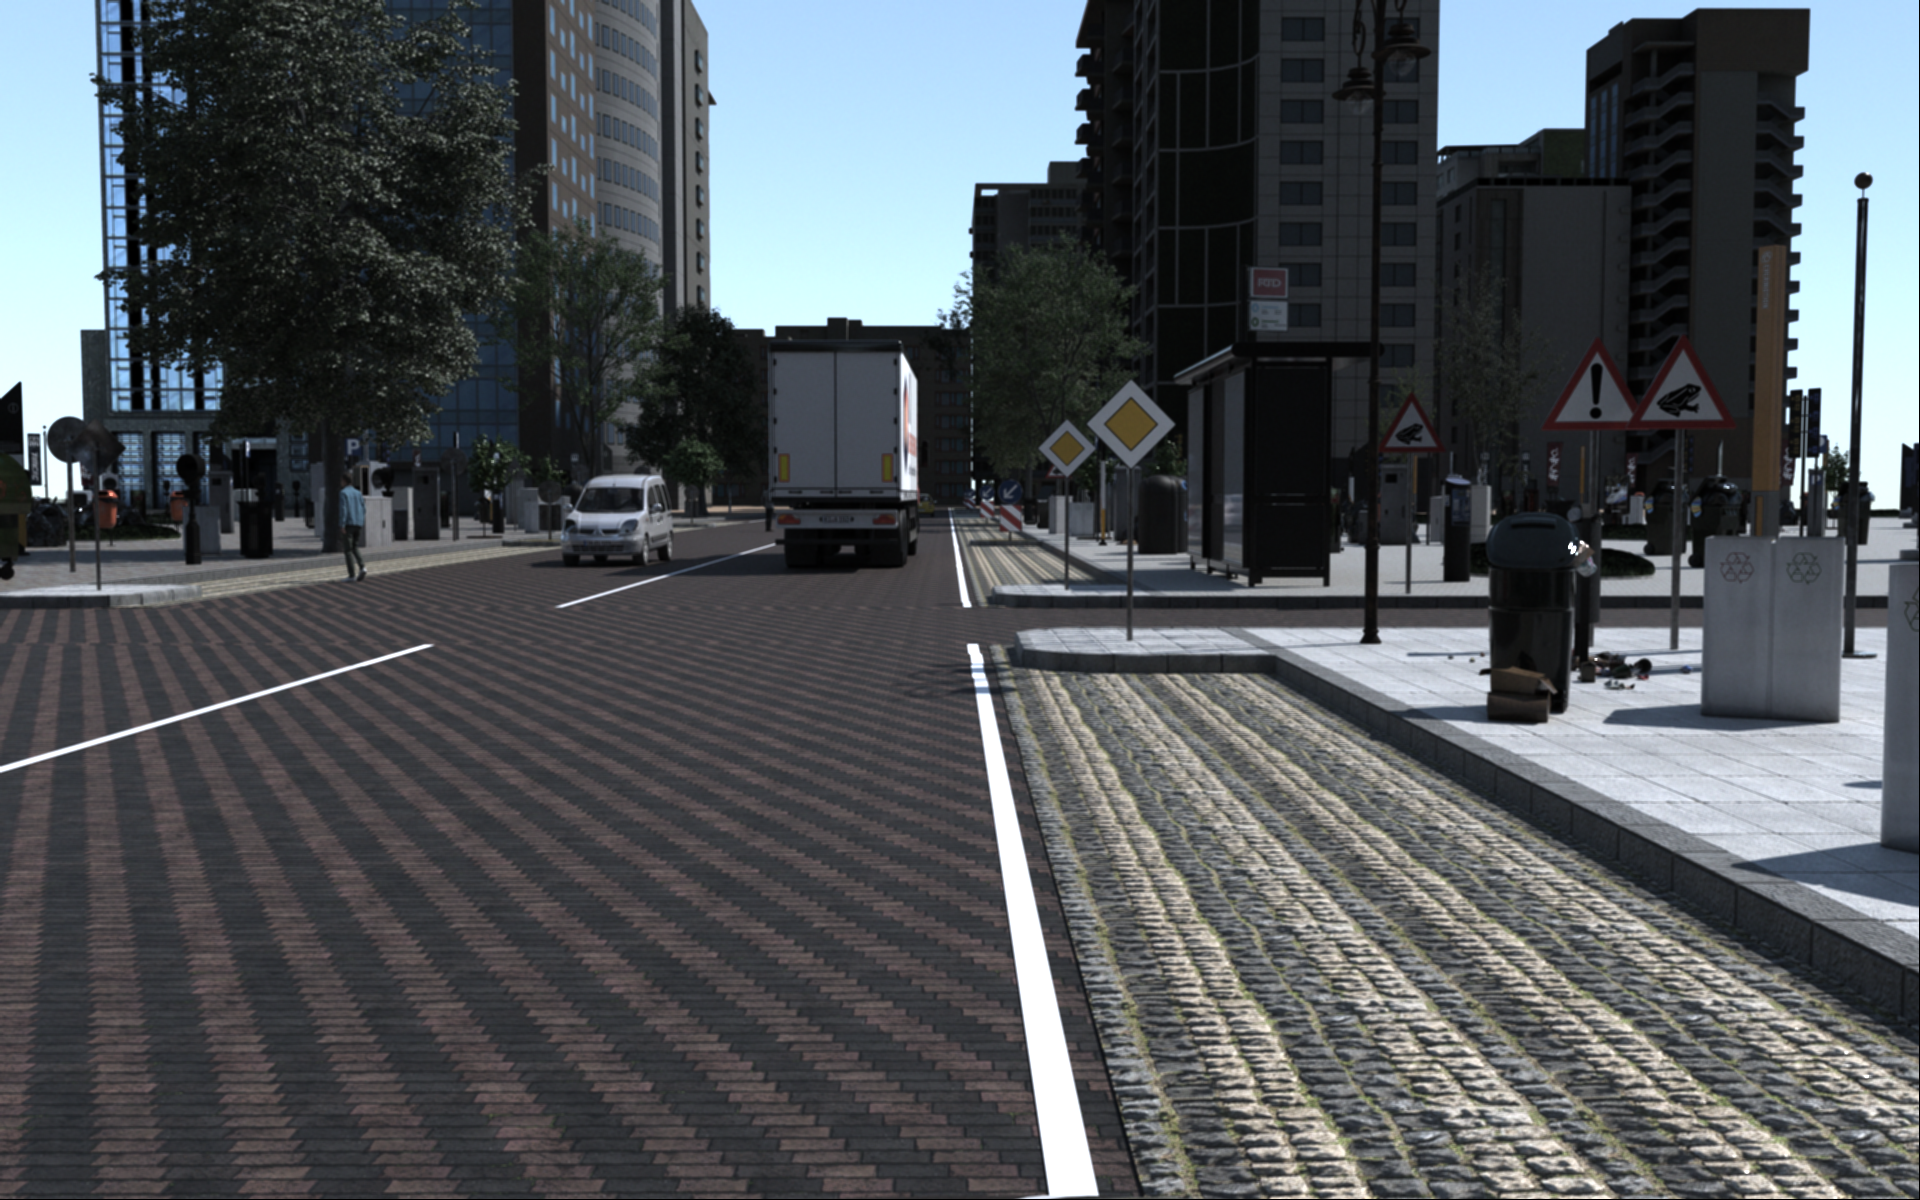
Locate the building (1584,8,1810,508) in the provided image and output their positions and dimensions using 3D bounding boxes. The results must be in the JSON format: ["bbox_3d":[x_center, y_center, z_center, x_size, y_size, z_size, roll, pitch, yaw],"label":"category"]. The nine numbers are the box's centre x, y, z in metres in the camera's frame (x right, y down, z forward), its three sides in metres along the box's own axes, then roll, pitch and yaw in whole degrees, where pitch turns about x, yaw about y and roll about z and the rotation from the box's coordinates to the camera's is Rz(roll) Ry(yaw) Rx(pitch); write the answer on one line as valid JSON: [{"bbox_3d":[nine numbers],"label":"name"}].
[{"bbox_3d":[66.547,-31.102,158.627,14.200,45.320,14.600,0,4,0],"label":"building"}]

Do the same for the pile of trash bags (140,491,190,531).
[{"bbox_3d":[-25.686,-2.682,53.596,3.447,1.369,1.912,-3,4,-36],"label":"pile of trash bags"}]

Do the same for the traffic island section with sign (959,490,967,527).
[{"bbox_3d":[1.058,-4.102,75.688,1.989,1.847,2.006,0,4,0],"label":"traffic island section with sign"}]

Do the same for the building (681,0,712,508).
[{"bbox_3d":[-34.358,-32.499,155.062,21.600,48.544,21.300,0,4,0],"label":"building"}]

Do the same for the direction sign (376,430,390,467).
[{"bbox_3d":[-19.855,-4.130,59.515,0.379,3.537,0.876,-3,4,-37],"label":"direction sign"}]

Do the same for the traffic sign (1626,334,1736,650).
[{"bbox_3d":[5.893,-0.869,14.217,0.884,2.594,0.081,0,4,3],"label":"traffic sign"}]

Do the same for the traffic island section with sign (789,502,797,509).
[{"bbox_3d":[-11.950,-7.108,124.839,1.989,1.847,2.006,0,4,0],"label":"traffic island section with sign"}]

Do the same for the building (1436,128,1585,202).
[{"bbox_3d":[61.874,-31.395,196.900,14.086,41.232,14.154,0,4,0],"label":"building"}]

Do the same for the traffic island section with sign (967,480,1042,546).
[{"bbox_3d":[1.269,-2.422,48.223,1.989,1.847,2.006,0,4,0],"label":"traffic island section with sign"}]

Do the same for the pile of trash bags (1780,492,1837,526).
[{"bbox_3d":[34.631,-3.755,71.145,1.912,1.369,3.447,3,4,36],"label":"pile of trash bags"}]

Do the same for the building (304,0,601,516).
[{"bbox_3d":[-30.412,-27.846,105.392,14.600,45.320,14.200,0,4,0],"label":"building"}]

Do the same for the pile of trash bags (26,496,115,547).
[{"bbox_3d":[-22.317,-1.997,42.396,3.447,1.369,1.912,0,4,-1],"label":"pile of trash bags"}]

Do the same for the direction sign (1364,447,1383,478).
[{"bbox_3d":[19.783,-5.556,82.842,0.876,3.537,0.379,2,4,27],"label":"direction sign"}]

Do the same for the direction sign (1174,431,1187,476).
[{"bbox_3d":[8.116,-4.302,62.341,0.876,3.537,0.379,0,4,-2],"label":"direction sign"}]

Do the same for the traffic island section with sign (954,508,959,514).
[{"bbox_3d":[0.682,-7.119,125.021,1.989,1.847,2.006,0,4,0],"label":"traffic island section with sign"}]

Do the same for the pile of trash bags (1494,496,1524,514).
[{"bbox_3d":[28.298,-4.940,90.514,3.447,1.369,1.912,3,4,37],"label":"pile of trash bags"}]

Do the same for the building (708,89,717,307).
[{"bbox_3d":[-41.748,-37.526,202.792,27.495,52.752,28.713,0,4,0],"label":"building"}]

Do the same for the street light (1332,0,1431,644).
[{"bbox_3d":[3.534,-2.565,14.726,0.468,5.910,1.993,0,4,0],"label":"street light"}]

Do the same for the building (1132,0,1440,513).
[{"bbox_3d":[21.723,-42.040,125.607,20.563,71.187,20.611,0,4,0],"label":"building"}]

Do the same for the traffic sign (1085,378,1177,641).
[{"bbox_3d":[1.484,-0.701,15.111,0.795,2.450,0.064,0,4,0],"label":"traffic sign"}]

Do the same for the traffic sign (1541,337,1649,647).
[{"bbox_3d":[5.290,-0.885,14.478,0.884,2.594,0.081,0,4,5],"label":"traffic sign"}]

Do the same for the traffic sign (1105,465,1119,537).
[{"bbox_3d":[4.427,-3.015,51.419,0.606,2.300,0.079,0,4,6],"label":"traffic sign"}]

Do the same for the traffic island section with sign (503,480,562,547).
[{"bbox_3d":[-11.355,-2.389,47.685,1.989,1.847,2.006,0,4,0],"label":"traffic island section with sign"}]

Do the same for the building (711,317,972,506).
[{"bbox_3d":[-13.283,-21.941,203.777,28.899,21.520,27.650,0,4,0],"label":"building"}]

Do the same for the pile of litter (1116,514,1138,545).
[{"bbox_3d":[4.785,-1.843,44.095,1.719,0.858,1.176,0,4,-3],"label":"pile of litter"}]

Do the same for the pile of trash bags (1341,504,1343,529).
[{"bbox_3d":[12.482,-2.878,56.809,1.912,1.369,3.447,2,4,28],"label":"pile of trash bags"}]

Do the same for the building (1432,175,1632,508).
[{"bbox_3d":[52.383,-23.778,160.469,14.107,30.474,14.160,0,4,0],"label":"building"}]

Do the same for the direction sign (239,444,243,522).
[{"bbox_3d":[-32.465,-5.278,78.293,0.379,3.537,0.876,-2,4,-28],"label":"direction sign"}]

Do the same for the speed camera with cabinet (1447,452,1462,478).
[{"bbox_3d":[22.879,-5.262,80.362,0.660,3.252,2.038,2,4,23],"label":"speed camera with cabinet"}]

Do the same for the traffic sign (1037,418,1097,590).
[{"bbox_3d":[1.423,-1.190,23.096,0.795,2.450,0.064,0,4,0],"label":"traffic sign"}]

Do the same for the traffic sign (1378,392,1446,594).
[{"bbox_3d":[5.759,-1.357,22.187,0.884,2.594,0.081,0,4,1],"label":"traffic sign"}]

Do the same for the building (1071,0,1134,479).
[{"bbox_3d":[21.449,-30.366,151.104,22.147,44.769,28.867,0,4,0],"label":"building"}]

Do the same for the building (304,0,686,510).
[{"bbox_3d":[-32.902,-35.754,126.578,21.231,58.520,28.212,0,4,0],"label":"building"}]

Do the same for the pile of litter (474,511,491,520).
[{"bbox_3d":[-23.090,-4.326,84.699,1.176,0.858,1.719,2,4,30],"label":"pile of litter"}]

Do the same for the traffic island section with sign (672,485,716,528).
[{"bbox_3d":[-11.561,-4.037,74.640,1.989,1.847,2.006,0,4,0],"label":"traffic island section with sign"}]

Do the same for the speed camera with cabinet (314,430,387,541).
[{"bbox_3d":[-16.782,-3.279,47.952,0.660,3.252,2.038,2,4,25],"label":"speed camera with cabinet"}]

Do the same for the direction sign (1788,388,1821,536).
[{"bbox_3d":[18.197,-2.776,37.378,0.379,3.537,0.876,-1,4,-16],"label":"direction sign"}]

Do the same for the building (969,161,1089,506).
[{"bbox_3d":[13.150,-31.379,204.932,23.993,40.220,32.217,0,4,0],"label":"building"}]

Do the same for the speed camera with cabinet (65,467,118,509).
[{"bbox_3d":[-37.992,-4.982,75.788,2.038,3.252,0.660,-2,4,-35],"label":"speed camera with cabinet"}]

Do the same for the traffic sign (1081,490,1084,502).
[{"bbox_3d":[3.870,-3.336,54.645,0.768,2.556,0.104,0,4,3],"label":"traffic sign"}]

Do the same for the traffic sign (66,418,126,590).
[{"bbox_3d":[-11.471,-1.185,23.019,0.795,2.450,0.064,0,4,0],"label":"traffic sign"}]

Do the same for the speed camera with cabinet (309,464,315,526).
[{"bbox_3d":[-18.763,-3.468,51.030,0.660,3.252,2.038,-1,4,-15],"label":"speed camera with cabinet"}]

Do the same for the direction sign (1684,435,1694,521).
[{"bbox_3d":[28.172,-4.589,67.019,0.379,3.537,0.876,0,4,3],"label":"direction sign"}]

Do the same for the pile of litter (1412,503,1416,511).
[{"bbox_3d":[22.824,-4.514,87.775,1.719,0.858,1.176,3,4,37],"label":"pile of litter"}]

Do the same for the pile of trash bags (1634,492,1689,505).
[{"bbox_3d":[38.738,-5.214,94.998,3.447,1.369,1.912,1,4,13],"label":"pile of trash bags"}]

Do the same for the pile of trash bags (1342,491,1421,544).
[{"bbox_3d":[11.295,-2.230,46.207,1.912,1.369,3.447,1,4,14],"label":"pile of trash bags"}]

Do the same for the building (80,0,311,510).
[{"bbox_3d":[-60.685,-51.347,152.187,31.000,86.520,22.319,0,4,0],"label":"building"}]
